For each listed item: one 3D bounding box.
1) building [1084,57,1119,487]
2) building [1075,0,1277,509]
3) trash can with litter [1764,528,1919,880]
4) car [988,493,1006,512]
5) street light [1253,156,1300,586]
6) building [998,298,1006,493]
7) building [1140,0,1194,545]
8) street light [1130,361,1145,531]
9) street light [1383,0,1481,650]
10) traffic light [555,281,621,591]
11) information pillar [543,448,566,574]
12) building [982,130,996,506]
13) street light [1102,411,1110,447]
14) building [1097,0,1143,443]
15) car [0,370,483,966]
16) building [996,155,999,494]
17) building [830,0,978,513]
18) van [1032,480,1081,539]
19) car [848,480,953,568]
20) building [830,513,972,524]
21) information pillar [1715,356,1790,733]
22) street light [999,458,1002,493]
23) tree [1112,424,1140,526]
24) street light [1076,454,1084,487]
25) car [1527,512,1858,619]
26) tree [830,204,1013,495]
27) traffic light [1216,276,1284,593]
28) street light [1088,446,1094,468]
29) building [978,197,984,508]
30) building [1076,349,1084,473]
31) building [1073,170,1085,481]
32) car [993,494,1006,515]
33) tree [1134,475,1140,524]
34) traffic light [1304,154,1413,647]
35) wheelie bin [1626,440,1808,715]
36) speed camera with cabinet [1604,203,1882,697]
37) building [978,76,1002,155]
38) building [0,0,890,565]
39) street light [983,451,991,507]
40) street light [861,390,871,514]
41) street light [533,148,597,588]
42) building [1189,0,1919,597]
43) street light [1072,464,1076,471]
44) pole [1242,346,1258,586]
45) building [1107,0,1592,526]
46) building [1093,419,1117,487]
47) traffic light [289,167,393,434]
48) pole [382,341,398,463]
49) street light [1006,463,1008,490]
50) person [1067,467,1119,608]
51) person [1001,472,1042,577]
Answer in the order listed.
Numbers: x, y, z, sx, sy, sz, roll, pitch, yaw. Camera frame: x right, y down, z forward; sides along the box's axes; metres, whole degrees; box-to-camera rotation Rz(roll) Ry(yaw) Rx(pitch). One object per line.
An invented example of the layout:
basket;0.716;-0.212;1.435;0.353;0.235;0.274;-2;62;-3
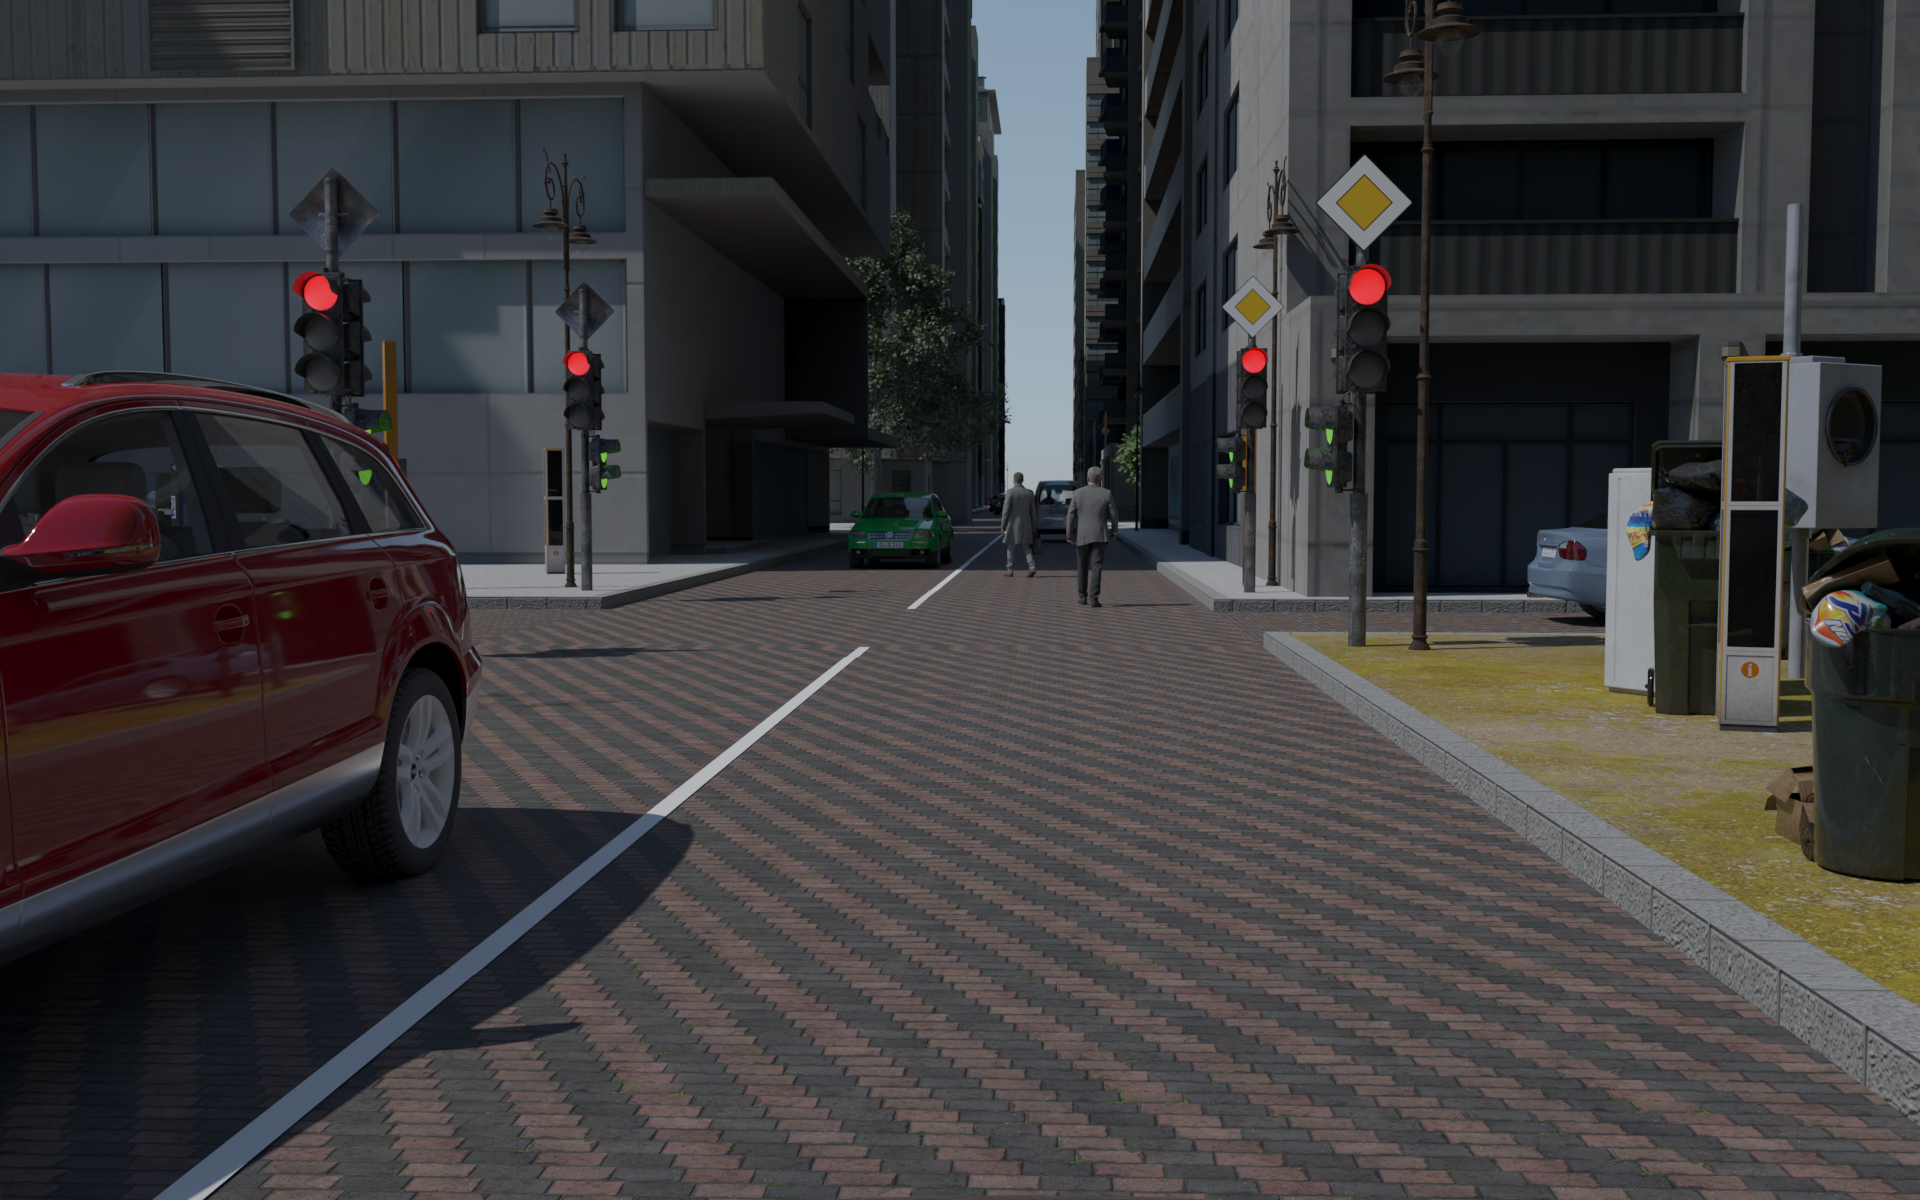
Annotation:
building;18.925;-29.480;165.588;14.154;41.232;14.086;0;4;3
building;23.422;-46.249;194.420;20.563;71.187;20.611;0;4;3
trash can with litter;3.130;0.323;6.108;0.624;1.170;1.055;0;4;5
car;3.304;-7.889;138.027;2.155;1.783;4.494;0;4;4
street light;4.382;-3.142;24.152;0.468;5.910;1.993;0;4;3
building;-0.762;-28.994;245.752;14.160;30.474;14.107;0;4;3
building;16.786;-26.206;52.176;21.300;48.544;21.600;0;4;3
street light;6.171;-5.355;60.340;0.468;5.910;1.993;0;4;3
street light;3.790;-2.527;14.108;0.468;5.910;1.993;0;4;3
traffic light;-4.944;-2.079;22.918;0.839;4.253;0.868;0;4;3
information pillar;-6.513;-1.427;27.820;0.304;2.012;0.304;-1;4;-19
building;-3.662;-30.922;189.174;14.154;41.232;14.086;0;4;3
street light;8.387;-7.745;99.418;0.468;5.910;1.993;0;4;3
building;20.225;-28.014;112.648;22.147;44.769;28.867;0;4;3
car;-3.105;0.219;5.093;2.281;1.827;5.304;0;4;4
building;-2.735;-31.788;203.321;14.154;41.232;14.086;0;4;3
building;-5.754;-28.348;147.087;14.154;41.232;14.086;0;4;3
van;3.016;-2.808;52.922;2.013;2.044;4.112;0;4;3
car;-1.155;-1.597;34.905;1.959;1.807;4.718;0;4;5
building;-6.749;-24.308;81.031;14.154;41.232;14.086;0;4;3
information pillar;4.302;-0.301;9.413;0.304;2.012;0.304;1;4;20
street light;5.142;-15.096;219.610;0.468;5.910;1.993;0;4;3
tree;7.721;-5.216;69.003;4.285;4.588;4.351;0;3;0
street light;12.826;-12.922;184.058;0.468;5.910;1.993;0;4;3
car;8.670;-0.439;19.182;4.499;1.417;2.014;0;4;3
tree;-3.180;-9.211;67.607;9.611;12.733;9.660;0;3;0
traffic light;3.756;-2.052;22.471;0.839;4.253;0.868;0;4;3
street light;10.260;-9.970;135.789;0.468;5.910;1.993;0;4;3
building;-5.046;-23.879;162.122;14.160;30.474;14.107;0;4;3
building;28.791;-22.958;220.394;27.650;21.520;28.899;0;4;3
building;26.823;-37.998;244.972;21.300;48.544;21.600;0;4;3
car;3.403;-6.731;121.856;2.131;1.459;4.920;0;4;4
tree;8.167;-4.816;73.348;1.663;3.219;1.824;0;3;0
traffic light;3.330;-1.564;14.497;0.839;4.253;0.868;0;4;3
wheelie bin;4.420;-0.137;10.153;0.980;1.594;0.693;1;4;22
speed camera with cabinet;5.197;-1.045;11.416;2.038;3.252;0.660;-2;4;-29
building;-9.333;-38.830;224.101;28.713;52.752;27.495;0;4;3
building;-16.098;-27.734;42.685;28.713;52.752;27.495;0;4;3
street light;2.594;-12.238;172.872;0.468;5.910;1.993;0;4;3
street light;-3.363;-5.329;59.916;0.468;5.910;1.993;0;4;3
street light;-5.355;-3.111;23.655;0.468;5.910;1.993;0;4;3
building;15.156;-36.133;29.023;20.611;71.187;20.563;0;4;3
street light;14.750;-15.135;220.239;0.468;5.910;1.993;0;4;3
pole;4.009;-1.841;23.942;0.158;3.312;0.155;0;3;0
building;17.655;-39.577;85.335;20.563;71.187;20.611;0;4;3
building;22.579;-50.692;141.478;22.319;86.520;31.000;0;4;3
traffic light;-5.370;-1.592;14.945;0.839;4.253;0.868;0;4;3
pole;-7.620;-1.797;23.216;0.158;3.312;0.155;0;3;0
street light;7.009;-17.330;256.126;0.468;5.910;1.993;0;4;3
person;1.694;-0.813;22.190;0.661;1.777;0.834;0;4;2
person;1.022;-1.299;29.847;0.694;1.812;0.767;-2;4;-26
